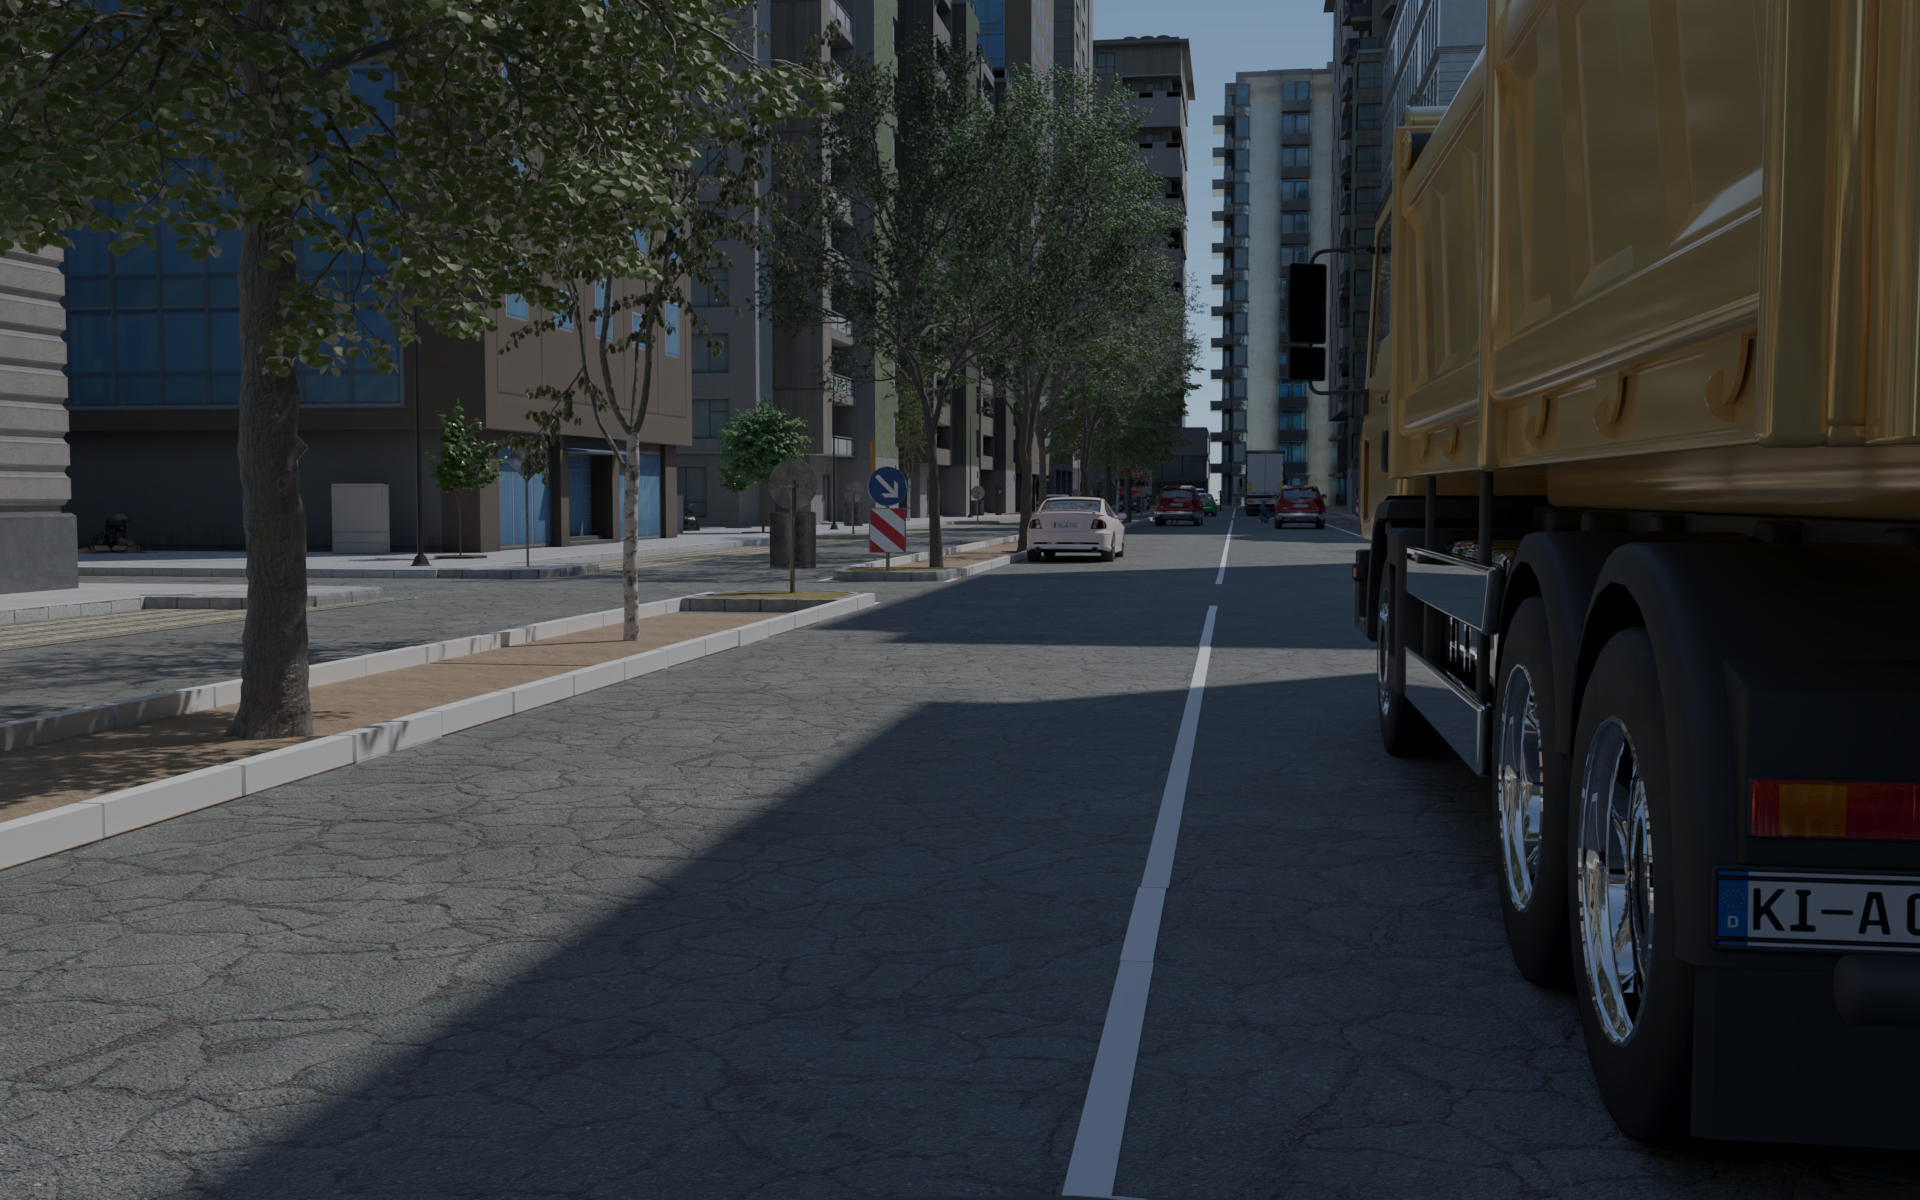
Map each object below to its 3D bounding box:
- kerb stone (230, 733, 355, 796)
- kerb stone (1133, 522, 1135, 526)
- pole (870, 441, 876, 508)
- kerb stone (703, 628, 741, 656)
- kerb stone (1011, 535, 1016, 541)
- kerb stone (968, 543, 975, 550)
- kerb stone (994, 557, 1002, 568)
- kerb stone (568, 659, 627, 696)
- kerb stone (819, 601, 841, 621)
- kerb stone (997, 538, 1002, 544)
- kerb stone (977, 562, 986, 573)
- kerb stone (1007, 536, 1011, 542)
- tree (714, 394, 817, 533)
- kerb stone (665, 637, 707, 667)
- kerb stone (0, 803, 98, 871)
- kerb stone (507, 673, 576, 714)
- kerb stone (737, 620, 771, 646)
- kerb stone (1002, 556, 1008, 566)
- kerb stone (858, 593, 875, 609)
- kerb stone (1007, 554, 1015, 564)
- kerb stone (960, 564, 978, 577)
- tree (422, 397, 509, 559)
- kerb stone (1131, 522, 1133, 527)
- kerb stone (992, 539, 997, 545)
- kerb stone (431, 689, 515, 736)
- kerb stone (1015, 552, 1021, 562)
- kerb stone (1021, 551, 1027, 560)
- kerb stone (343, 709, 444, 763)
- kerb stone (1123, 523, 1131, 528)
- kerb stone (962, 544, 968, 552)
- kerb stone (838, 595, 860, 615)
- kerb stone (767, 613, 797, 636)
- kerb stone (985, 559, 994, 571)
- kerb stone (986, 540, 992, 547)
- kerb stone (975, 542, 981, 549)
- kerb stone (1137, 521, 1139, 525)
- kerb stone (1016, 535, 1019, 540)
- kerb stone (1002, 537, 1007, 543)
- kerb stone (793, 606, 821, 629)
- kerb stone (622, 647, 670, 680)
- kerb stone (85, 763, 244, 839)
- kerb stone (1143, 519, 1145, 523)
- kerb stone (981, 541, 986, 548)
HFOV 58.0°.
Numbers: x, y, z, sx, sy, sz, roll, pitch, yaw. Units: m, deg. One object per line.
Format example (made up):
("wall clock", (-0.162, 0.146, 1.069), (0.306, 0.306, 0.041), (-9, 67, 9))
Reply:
("kerb stone", (-3.361, 0.826, 8.703), (0.120, 0.150, 1.000), (1, 4, 9))
("kerb stone", (7.463, -3.294, 76.045), (0.120, 0.150, 1.000), (1, 4, 9))
("pole", (-3.342, -4.441, 66.454), (0.158, 3.312, 0.155), (0, 3, 0))
("kerb stone", (-2.226, 0.393, 15.814), (0.120, 0.150, 1.000), (1, 4, 9))
("kerb stone", (1.482, -1.824, 52.032), (0.120, 0.150, 1.000), (1, 4, 9))
("kerb stone", (0.182, -1.329, 43.957), (0.120, 0.150, 1.000), (1, 4, 9))
("kerb stone", (0.628, -0.691, 33.516), (0.120, 0.150, 1.000), (1, 4, 9))
("kerb stone", (-2.708, 0.577, 12.768), (0.120, 0.150, 1.000), (1, 4, 9))
("kerb stone", (-1.563, 0.141, 19.882), (0.120, 0.150, 1.000), (1, 4, 9))
("kerb stone", (0.985, -1.636, 49.006), (0.120, 0.150, 1.000), (1, 4, 9))
("kerb stone", (0.293, -0.568, 31.490), (0.120, 0.150, 1.000), (1, 4, 9))
("kerb stone", (1.310, -1.763, 51.024), (0.120, 0.150, 1.000), (1, 4, 9))
("tree", (-6.422, -4.492, 57.153), (4.285, 4.588, 4.351), (0, 3, 0))
("kerb stone", (-2.389, 0.453, 14.794), (0.120, 0.150, 1.000), (1, 4, 9))
("kerb stone", (-3.689, 0.949, 6.686), (0.120, 0.150, 1.000), (1, 4, 9))
("kerb stone", (-2.872, 0.639, 11.754), (0.120, 0.150, 1.000), (1, 4, 9))
("kerb stone", (-2.052, 0.328, 16.826), (0.120, 0.150, 1.000), (1, 4, 9))
("kerb stone", (0.784, -0.754, 34.531), (0.120, 0.150, 1.000), (1, 4, 9))
("kerb stone", (-1.239, 0.018, 21.906), (0.120, 0.150, 1.000), (1, 4, 9))
("kerb stone", (0.950, -0.816, 35.544), (0.120, 0.150, 1.000), (1, 4, 9))
("kerb stone", (0.140, -0.505, 30.480), (0.120, 0.150, 1.000), (1, 4, 9))
("tree", (-10.052, -2.437, 34.447), (1.663, 3.219, 1.824), (0, 3, 0))
("kerb stone", (7.300, -3.231, 75.029), (0.120, 0.150, 1.000), (1, 4, 9))
("kerb stone", (0.827, -1.578, 47.995), (0.120, 0.150, 1.000), (1, 4, 9))
("kerb stone", (-3.040, 0.701, 10.740), (0.120, 0.150, 1.000), (1, 4, 9))
("kerb stone", (1.108, -0.877, 36.557), (0.120, 0.150, 1.000), (1, 4, 9))
("kerb stone", (1.275, -0.940, 37.566), (0.120, 0.150, 1.000), (1, 4, 9))
("kerb stone", (-3.192, 0.763, 9.720), (0.120, 0.150, 1.000), (1, 4, 9))
("kerb stone", (7.130, -3.169, 74.016), (0.120, 0.150, 1.000), (1, 4, 9))
("kerb stone", (0.011, -1.269, 42.946), (0.120, 0.150, 1.000), (1, 4, 9))
("kerb stone", (-1.407, 0.080, 20.894), (0.120, 0.150, 1.000), (1, 4, 9))
("kerb stone", (-1.891, 0.267, 17.839), (0.120, 0.150, 1.000), (1, 4, 9))
("kerb stone", (0.457, -0.631, 32.508), (0.120, 0.150, 1.000), (1, 4, 9))
("kerb stone", (0.667, -1.513, 46.986), (0.120, 0.150, 1.000), (1, 4, 9))
("kerb stone", (0.338, -1.393, 44.967), (0.120, 0.150, 1.000), (1, 4, 9))
("kerb stone", (7.948, -3.479, 79.079), (0.120, 0.150, 1.000), (1, 4, 9))
("kerb stone", (1.635, -1.887, 53.054), (0.120, 0.150, 1.000), (1, 4, 9))
("kerb stone", (1.149, -1.698, 50.015), (0.120, 0.150, 1.000), (1, 4, 9))
("kerb stone", (-1.725, 0.204, 18.865), (0.120, 0.150, 1.000), (1, 4, 9))
("kerb stone", (-2.545, 0.517, 13.777), (0.120, 0.150, 1.000), (1, 4, 9))
("kerb stone", (-3.531, 0.887, 7.695), (0.120, 0.150, 1.000), (1, 4, 9))
("kerb stone", (8.758, -3.790, 84.160), (0.120, 0.150, 1.000), (1, 4, 9))
("kerb stone", (0.504, -1.455, 45.976), (0.120, 0.150, 1.000), (1, 4, 9))
